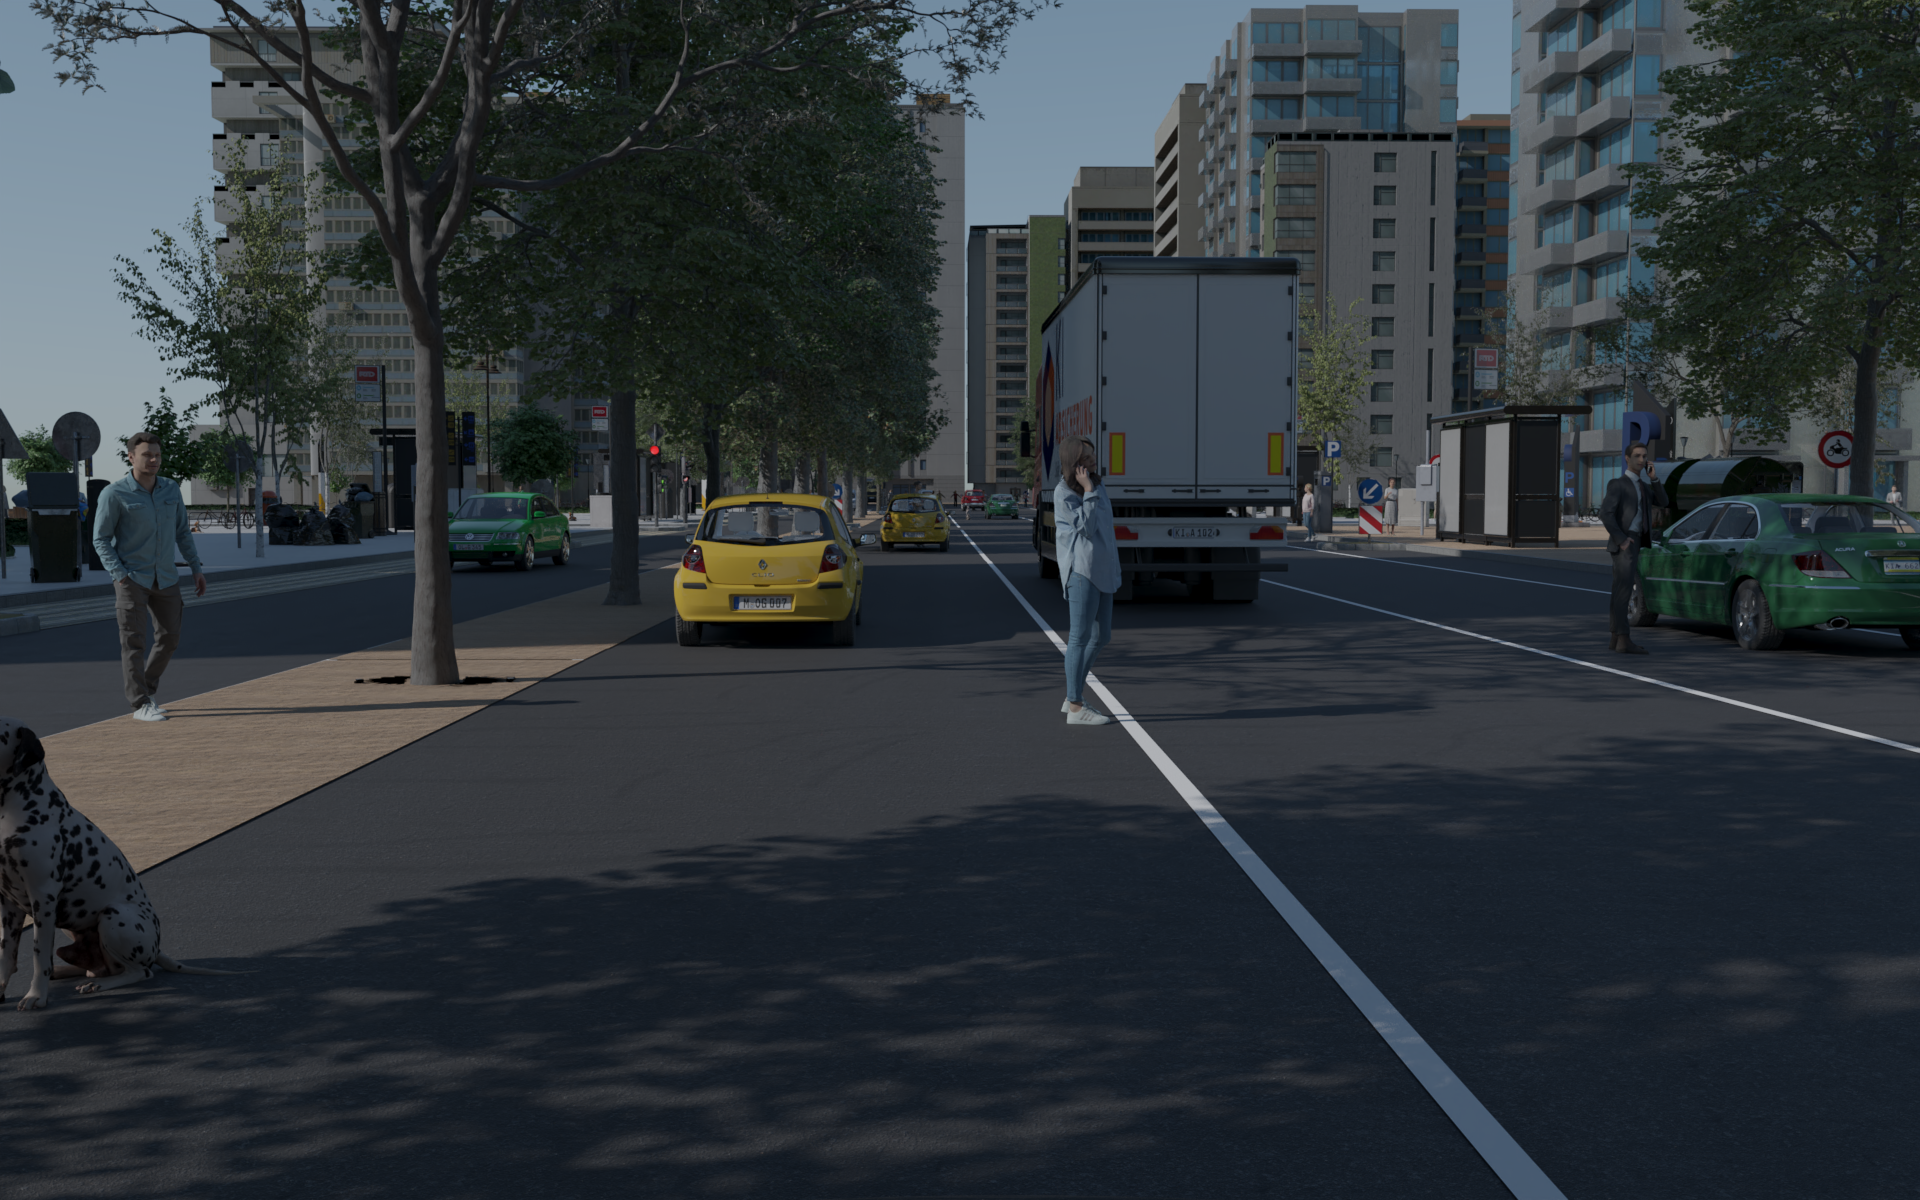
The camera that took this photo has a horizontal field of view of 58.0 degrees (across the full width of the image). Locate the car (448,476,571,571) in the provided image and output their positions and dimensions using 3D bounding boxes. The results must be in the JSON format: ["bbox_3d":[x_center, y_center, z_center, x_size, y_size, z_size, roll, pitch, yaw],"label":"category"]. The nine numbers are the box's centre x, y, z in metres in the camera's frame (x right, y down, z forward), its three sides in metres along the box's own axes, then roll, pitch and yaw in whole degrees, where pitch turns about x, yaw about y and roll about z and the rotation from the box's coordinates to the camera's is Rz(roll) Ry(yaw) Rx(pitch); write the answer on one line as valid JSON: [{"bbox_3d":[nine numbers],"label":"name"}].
[{"bbox_3d":[-8.855,-1.519,33.628,1.959,1.807,4.718,0,4,1],"label":"car"}]

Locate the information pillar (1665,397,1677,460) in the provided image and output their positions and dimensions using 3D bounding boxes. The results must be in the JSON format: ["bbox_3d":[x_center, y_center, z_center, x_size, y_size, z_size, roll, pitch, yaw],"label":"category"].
[{"bbox_3d":[17.251,-3.112,42.231,0.183,3.616,0.504,-1,4,-17],"label":"information pillar"}]

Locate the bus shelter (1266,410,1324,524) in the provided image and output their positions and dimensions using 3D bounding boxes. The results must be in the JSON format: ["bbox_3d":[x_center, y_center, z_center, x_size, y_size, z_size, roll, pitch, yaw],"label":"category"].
[{"bbox_3d":[15.101,-6.199,78.990,2.179,5.291,8.768,0,4,-1],"label":"bus shelter"}]

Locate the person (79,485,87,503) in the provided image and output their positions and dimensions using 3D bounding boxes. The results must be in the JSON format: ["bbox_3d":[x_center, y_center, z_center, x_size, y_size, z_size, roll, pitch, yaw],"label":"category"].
[{"bbox_3d":[-25.425,-2.570,49.878,0.589,1.601,0.330,0,4,-8],"label":"person"}]

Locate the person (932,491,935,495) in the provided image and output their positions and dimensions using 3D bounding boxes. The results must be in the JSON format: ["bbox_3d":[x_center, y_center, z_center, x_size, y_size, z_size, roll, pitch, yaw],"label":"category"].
[{"bbox_3d":[-2.335,-8.951,155.576,1.217,1.735,0.721,3,4,37],"label":"person"}]

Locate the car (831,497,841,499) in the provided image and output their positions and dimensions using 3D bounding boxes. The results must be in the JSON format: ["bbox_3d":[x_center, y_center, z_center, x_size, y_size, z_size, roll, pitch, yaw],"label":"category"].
[{"bbox_3d":[-8.976,-6.813,120.427,2.155,1.783,4.494,0,4,-2],"label":"car"}]

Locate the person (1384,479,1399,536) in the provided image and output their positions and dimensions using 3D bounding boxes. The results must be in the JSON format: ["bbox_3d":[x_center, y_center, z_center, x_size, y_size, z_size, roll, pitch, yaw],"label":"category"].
[{"bbox_3d":[13.192,-2.828,52.852,0.480,1.755,0.524,-1,4,-16],"label":"person"}]

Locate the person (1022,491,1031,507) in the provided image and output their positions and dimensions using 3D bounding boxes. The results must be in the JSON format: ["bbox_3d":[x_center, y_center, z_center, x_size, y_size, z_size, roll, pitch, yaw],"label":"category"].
[{"bbox_3d":[7.103,-10.779,185.445,0.721,1.736,1.217,-3,5,-42],"label":"person"}]

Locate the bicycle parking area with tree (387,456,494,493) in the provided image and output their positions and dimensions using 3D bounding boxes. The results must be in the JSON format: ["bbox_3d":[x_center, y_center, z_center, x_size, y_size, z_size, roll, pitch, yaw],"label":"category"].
[{"bbox_3d":[-34.914,-8.121,119.777,8.231,4.147,9.016,1,4,18],"label":"bicycle parking area with tree"}]

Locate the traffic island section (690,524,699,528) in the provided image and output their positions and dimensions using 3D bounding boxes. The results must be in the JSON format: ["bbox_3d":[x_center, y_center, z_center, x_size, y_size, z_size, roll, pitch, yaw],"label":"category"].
[{"bbox_3d":[-11.980,-3.254,75.482,2.009,0.180,2.903,0,4,-1],"label":"traffic island section"}]

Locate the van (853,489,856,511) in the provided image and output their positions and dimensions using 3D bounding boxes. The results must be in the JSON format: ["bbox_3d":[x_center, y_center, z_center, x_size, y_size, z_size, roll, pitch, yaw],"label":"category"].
[{"bbox_3d":[-9.526,-8.578,147.257,2.013,2.044,4.112,0,4,0],"label":"van"}]

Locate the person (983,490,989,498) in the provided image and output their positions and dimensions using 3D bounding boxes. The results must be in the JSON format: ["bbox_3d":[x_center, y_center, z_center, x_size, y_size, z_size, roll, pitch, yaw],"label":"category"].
[{"bbox_3d":[2.356,-9.855,169.633,1.348,1.823,0.705,-3,4,-37],"label":"person"}]

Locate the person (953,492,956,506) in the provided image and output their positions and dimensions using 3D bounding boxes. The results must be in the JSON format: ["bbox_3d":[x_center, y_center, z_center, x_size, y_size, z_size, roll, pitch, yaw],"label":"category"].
[{"bbox_3d":[-0.567,-12.375,211.651,0.721,1.723,1.217,0,4,-7],"label":"person"}]

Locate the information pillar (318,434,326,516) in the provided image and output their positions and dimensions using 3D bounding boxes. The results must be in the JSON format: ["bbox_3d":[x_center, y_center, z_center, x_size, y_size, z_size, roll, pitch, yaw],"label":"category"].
[{"bbox_3d":[-24.812,-4.647,67.333,0.183,3.616,0.504,0,4,-1],"label":"information pillar"}]

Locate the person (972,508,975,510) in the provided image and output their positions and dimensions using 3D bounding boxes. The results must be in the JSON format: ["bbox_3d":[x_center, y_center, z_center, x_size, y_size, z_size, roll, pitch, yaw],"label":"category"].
[{"bbox_3d":[1.253,-8.893,154.036,0.705,1.807,1.348,-2,4,-25],"label":"person"}]

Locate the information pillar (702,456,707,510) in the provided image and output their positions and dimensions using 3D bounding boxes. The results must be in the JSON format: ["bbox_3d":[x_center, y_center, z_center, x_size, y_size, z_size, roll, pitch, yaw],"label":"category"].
[{"bbox_3d":[-14.655,-6.619,99.574,0.504,3.616,0.183,3,5,45],"label":"information pillar"}]

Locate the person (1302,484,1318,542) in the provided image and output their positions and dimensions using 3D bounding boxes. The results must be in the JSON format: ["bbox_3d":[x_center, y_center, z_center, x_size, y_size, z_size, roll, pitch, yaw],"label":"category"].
[{"bbox_3d":[10.589,-2.645,52.416,0.598,1.740,0.731,-2,4,-29],"label":"person"}]

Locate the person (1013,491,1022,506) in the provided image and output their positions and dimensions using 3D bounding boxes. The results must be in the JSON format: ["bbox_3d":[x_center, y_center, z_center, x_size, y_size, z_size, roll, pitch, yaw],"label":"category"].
[{"bbox_3d":[6.039,-10.700,184.160,1.217,1.735,0.721,1,4,17],"label":"person"}]

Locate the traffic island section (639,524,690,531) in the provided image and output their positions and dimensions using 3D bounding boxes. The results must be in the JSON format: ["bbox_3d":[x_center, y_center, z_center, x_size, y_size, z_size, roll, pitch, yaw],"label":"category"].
[{"bbox_3d":[-11.843,-2.766,67.498,2.009,0.180,2.903,0,4,-1],"label":"traffic island section"}]

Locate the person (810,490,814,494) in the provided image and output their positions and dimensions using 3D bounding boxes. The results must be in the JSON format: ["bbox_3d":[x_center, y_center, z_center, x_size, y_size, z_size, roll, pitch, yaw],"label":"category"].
[{"bbox_3d":[-12.656,-8.446,146.683,0.616,1.811,0.778,0,4,-1],"label":"person"}]

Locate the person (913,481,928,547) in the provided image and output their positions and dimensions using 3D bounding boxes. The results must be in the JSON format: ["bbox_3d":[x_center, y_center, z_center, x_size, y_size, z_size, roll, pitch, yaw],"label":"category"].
[{"bbox_3d":[-1.090,-2.325,46.854,0.374,1.781,0.599,-1,4,-12],"label":"person"}]

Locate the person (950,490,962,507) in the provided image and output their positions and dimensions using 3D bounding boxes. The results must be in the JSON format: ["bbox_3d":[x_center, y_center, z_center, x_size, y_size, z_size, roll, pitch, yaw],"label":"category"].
[{"bbox_3d":[-0.464,-11.017,188.593,1.348,1.831,0.705,-1,4,-22],"label":"person"}]

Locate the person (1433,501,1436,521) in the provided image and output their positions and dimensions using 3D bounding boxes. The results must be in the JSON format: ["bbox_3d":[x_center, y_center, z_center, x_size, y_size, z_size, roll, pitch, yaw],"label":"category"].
[{"bbox_3d":[22.555,-4.623,81.603,0.580,1.828,0.573,1,4,19],"label":"person"}]

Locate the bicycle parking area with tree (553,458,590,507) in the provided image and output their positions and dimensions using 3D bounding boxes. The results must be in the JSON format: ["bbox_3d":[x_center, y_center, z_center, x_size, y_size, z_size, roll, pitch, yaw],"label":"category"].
[{"bbox_3d":[-31.402,-9.406,140.787,9.016,4.147,8.231,-2,4,-29],"label":"bicycle parking area with tree"}]

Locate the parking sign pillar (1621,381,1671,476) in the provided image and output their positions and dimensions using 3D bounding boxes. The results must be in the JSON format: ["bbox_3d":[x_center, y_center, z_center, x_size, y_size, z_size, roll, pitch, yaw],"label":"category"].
[{"bbox_3d":[16.057,-3.187,40.581,1.447,3.967,1.447,-1,4,-12],"label":"parking sign pillar"}]

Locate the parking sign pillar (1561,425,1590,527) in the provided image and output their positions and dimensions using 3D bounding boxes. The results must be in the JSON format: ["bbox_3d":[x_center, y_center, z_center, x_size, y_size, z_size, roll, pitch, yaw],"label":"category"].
[{"bbox_3d":[23.732,-4.816,67.208,1.447,3.967,1.447,2,4,26],"label":"parking sign pillar"}]

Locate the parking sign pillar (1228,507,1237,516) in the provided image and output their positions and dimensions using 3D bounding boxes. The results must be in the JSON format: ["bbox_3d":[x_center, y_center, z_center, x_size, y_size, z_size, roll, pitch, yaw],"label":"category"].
[{"bbox_3d":[12.870,-5.633,80.571,1.447,3.967,1.447,0,4,-6],"label":"parking sign pillar"}]

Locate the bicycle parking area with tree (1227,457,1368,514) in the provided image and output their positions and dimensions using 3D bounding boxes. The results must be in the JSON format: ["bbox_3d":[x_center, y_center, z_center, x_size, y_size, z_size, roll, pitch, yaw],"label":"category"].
[{"bbox_3d":[21.425,-7.787,114.314,9.016,4.147,8.231,2,4,24],"label":"bicycle parking area with tree"}]

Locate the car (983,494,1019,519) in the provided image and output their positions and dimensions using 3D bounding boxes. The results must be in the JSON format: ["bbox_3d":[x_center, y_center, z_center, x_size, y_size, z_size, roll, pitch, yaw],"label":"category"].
[{"bbox_3d":[2.382,-5.359,99.412,2.131,1.459,4.920,0,4,-1],"label":"car"}]

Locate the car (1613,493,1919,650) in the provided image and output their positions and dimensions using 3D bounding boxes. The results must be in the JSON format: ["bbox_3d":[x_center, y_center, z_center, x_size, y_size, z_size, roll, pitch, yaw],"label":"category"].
[{"bbox_3d":[8.151,-0.338,17.321,2.131,1.459,4.920,0,4,0],"label":"car"}]

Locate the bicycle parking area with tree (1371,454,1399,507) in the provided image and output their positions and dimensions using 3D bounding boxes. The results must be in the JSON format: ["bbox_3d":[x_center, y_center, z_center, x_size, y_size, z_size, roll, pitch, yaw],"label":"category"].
[{"bbox_3d":[29.064,-8.406,124.437,8.231,4.147,9.016,0,4,-2],"label":"bicycle parking area with tree"}]

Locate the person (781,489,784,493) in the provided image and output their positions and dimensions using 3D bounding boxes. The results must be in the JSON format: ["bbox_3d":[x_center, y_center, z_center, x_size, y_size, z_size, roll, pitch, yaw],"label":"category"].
[{"bbox_3d":[-16.265,-9.237,157.780,1.217,1.735,0.721,-2,4,-25],"label":"person"}]

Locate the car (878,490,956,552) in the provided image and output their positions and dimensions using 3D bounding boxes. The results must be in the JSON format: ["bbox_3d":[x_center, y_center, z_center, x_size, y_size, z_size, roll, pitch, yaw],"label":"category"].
[{"bbox_3d":[-1.121,-2.095,44.475,2.015,1.641,3.980,0,4,1],"label":"car"}]

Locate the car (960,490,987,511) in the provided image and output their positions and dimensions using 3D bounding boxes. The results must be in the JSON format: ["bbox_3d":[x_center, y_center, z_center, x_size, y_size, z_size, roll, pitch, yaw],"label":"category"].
[{"bbox_3d":[1.169,-8.481,147.344,2.281,1.827,5.304,0,4,-2],"label":"car"}]

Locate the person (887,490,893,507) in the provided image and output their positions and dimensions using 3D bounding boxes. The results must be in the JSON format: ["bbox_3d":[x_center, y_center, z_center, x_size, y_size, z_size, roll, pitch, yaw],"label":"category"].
[{"bbox_3d":[-5.826,-8.253,143.620,0.592,1.802,0.473,-3,4,-36],"label":"person"}]

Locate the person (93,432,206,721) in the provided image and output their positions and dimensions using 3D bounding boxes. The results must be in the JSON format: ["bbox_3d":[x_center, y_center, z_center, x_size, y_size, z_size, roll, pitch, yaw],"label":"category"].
[{"bbox_3d":[-5.211,-0.156,11.070,0.620,1.820,0.660,2,4,29],"label":"person"}]

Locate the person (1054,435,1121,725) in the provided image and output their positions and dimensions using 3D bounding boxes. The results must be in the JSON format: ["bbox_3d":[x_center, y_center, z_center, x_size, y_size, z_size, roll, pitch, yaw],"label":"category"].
[{"bbox_3d":[0.769,-0.126,10.819,0.793,1.790,0.793,0,4,-5],"label":"person"}]

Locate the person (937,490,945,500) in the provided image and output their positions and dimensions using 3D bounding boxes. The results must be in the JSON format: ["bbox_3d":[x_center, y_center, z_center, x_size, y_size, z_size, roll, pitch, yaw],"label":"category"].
[{"bbox_3d":[-2.138,-10.558,181.212,1.348,1.812,0.705,-1,4,-11],"label":"person"}]

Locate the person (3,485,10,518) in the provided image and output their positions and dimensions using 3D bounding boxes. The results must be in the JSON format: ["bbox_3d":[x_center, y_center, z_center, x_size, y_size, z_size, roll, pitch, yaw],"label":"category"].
[{"bbox_3d":[-38.308,-3.713,69.397,0.728,1.800,0.709,-2,4,-27],"label":"person"}]

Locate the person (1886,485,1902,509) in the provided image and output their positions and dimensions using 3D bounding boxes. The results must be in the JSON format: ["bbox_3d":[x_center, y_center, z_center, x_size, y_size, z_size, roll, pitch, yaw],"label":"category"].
[{"bbox_3d":[39.436,-3.940,73.124,0.606,1.804,0.583,2,4,31],"label":"person"}]

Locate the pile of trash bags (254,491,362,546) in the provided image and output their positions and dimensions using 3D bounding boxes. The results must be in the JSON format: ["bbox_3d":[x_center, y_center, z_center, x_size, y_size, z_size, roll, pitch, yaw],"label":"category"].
[{"bbox_3d":[-16.973,-2.117,44.372,3.447,1.369,1.912,3,4,36],"label":"pile of trash bags"}]

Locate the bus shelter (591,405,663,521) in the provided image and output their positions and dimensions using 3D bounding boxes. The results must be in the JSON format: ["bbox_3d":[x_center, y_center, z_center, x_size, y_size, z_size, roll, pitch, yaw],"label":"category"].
[{"bbox_3d":[-15.654,-6.334,81.201,2.179,5.291,8.768,0,4,-1],"label":"bus shelter"}]

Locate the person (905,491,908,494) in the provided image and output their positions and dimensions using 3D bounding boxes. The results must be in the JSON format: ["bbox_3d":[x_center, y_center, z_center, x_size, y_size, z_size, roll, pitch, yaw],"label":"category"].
[{"bbox_3d":[-5.936,-11.197,192.242,0.551,1.740,0.621,1,4,13],"label":"person"}]

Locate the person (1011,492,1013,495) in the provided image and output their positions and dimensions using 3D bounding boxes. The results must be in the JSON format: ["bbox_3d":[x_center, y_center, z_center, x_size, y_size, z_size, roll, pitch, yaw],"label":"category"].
[{"bbox_3d":[6.184,-12.355,211.182,0.721,1.739,1.217,2,4,28],"label":"person"}]

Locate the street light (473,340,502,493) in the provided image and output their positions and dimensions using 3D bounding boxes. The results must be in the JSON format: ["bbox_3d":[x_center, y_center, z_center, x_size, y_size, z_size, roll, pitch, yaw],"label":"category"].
[{"bbox_3d":[-13.602,-4.721,49.974,0.468,5.910,1.993,0,4,-1],"label":"street light"}]

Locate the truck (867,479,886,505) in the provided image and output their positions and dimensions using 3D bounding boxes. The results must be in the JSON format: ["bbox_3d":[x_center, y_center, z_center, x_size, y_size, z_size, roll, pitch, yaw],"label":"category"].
[{"bbox_3d":[-11.150,-13.696,219.858,3.469,3.379,9.791,0,4,-2],"label":"truck"}]

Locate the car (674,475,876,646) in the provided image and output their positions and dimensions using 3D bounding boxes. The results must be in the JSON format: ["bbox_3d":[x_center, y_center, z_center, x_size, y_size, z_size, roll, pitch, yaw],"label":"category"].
[{"bbox_3d":[-1.873,-0.461,17.761,2.015,1.641,3.980,0,4,-2],"label":"car"}]

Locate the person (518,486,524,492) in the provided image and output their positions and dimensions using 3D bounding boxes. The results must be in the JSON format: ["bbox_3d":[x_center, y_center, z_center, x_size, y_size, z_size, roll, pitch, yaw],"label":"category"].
[{"bbox_3d":[-27.137,-6.181,107.352,0.529,1.795,0.600,-1,4,-15],"label":"person"}]

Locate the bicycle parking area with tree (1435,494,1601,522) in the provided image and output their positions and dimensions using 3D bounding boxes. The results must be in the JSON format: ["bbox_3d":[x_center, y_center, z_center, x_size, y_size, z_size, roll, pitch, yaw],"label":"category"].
[{"bbox_3d":[27.506,-5.904,83.526,9.016,4.147,8.231,1,4,16],"label":"bicycle parking area with tree"}]

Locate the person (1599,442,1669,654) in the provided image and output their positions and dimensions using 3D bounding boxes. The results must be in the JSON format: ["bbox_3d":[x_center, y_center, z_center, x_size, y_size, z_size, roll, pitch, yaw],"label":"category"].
[{"bbox_3d":[6.149,-0.485,15.785,0.474,1.900,0.648,3,5,39],"label":"person"}]

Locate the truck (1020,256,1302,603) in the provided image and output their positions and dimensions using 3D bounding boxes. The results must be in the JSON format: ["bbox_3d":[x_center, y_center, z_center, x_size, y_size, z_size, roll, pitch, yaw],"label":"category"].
[{"bbox_3d":[2.622,-2.274,26.088,2.839,4.237,11.283,0,4,-2],"label":"truck"}]

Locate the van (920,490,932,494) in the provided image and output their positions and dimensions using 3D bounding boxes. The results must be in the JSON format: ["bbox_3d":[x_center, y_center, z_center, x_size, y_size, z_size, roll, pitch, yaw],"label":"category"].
[{"bbox_3d":[-3.534,-10.841,184.264,2.013,2.044,4.112,0,4,-2],"label":"van"}]

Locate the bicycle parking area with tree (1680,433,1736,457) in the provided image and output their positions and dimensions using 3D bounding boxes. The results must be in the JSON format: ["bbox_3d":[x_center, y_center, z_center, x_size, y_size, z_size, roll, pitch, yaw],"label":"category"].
[{"bbox_3d":[36.123,-5.945,84.208,9.016,4.147,8.231,1,4,12],"label":"bicycle parking area with tree"}]
